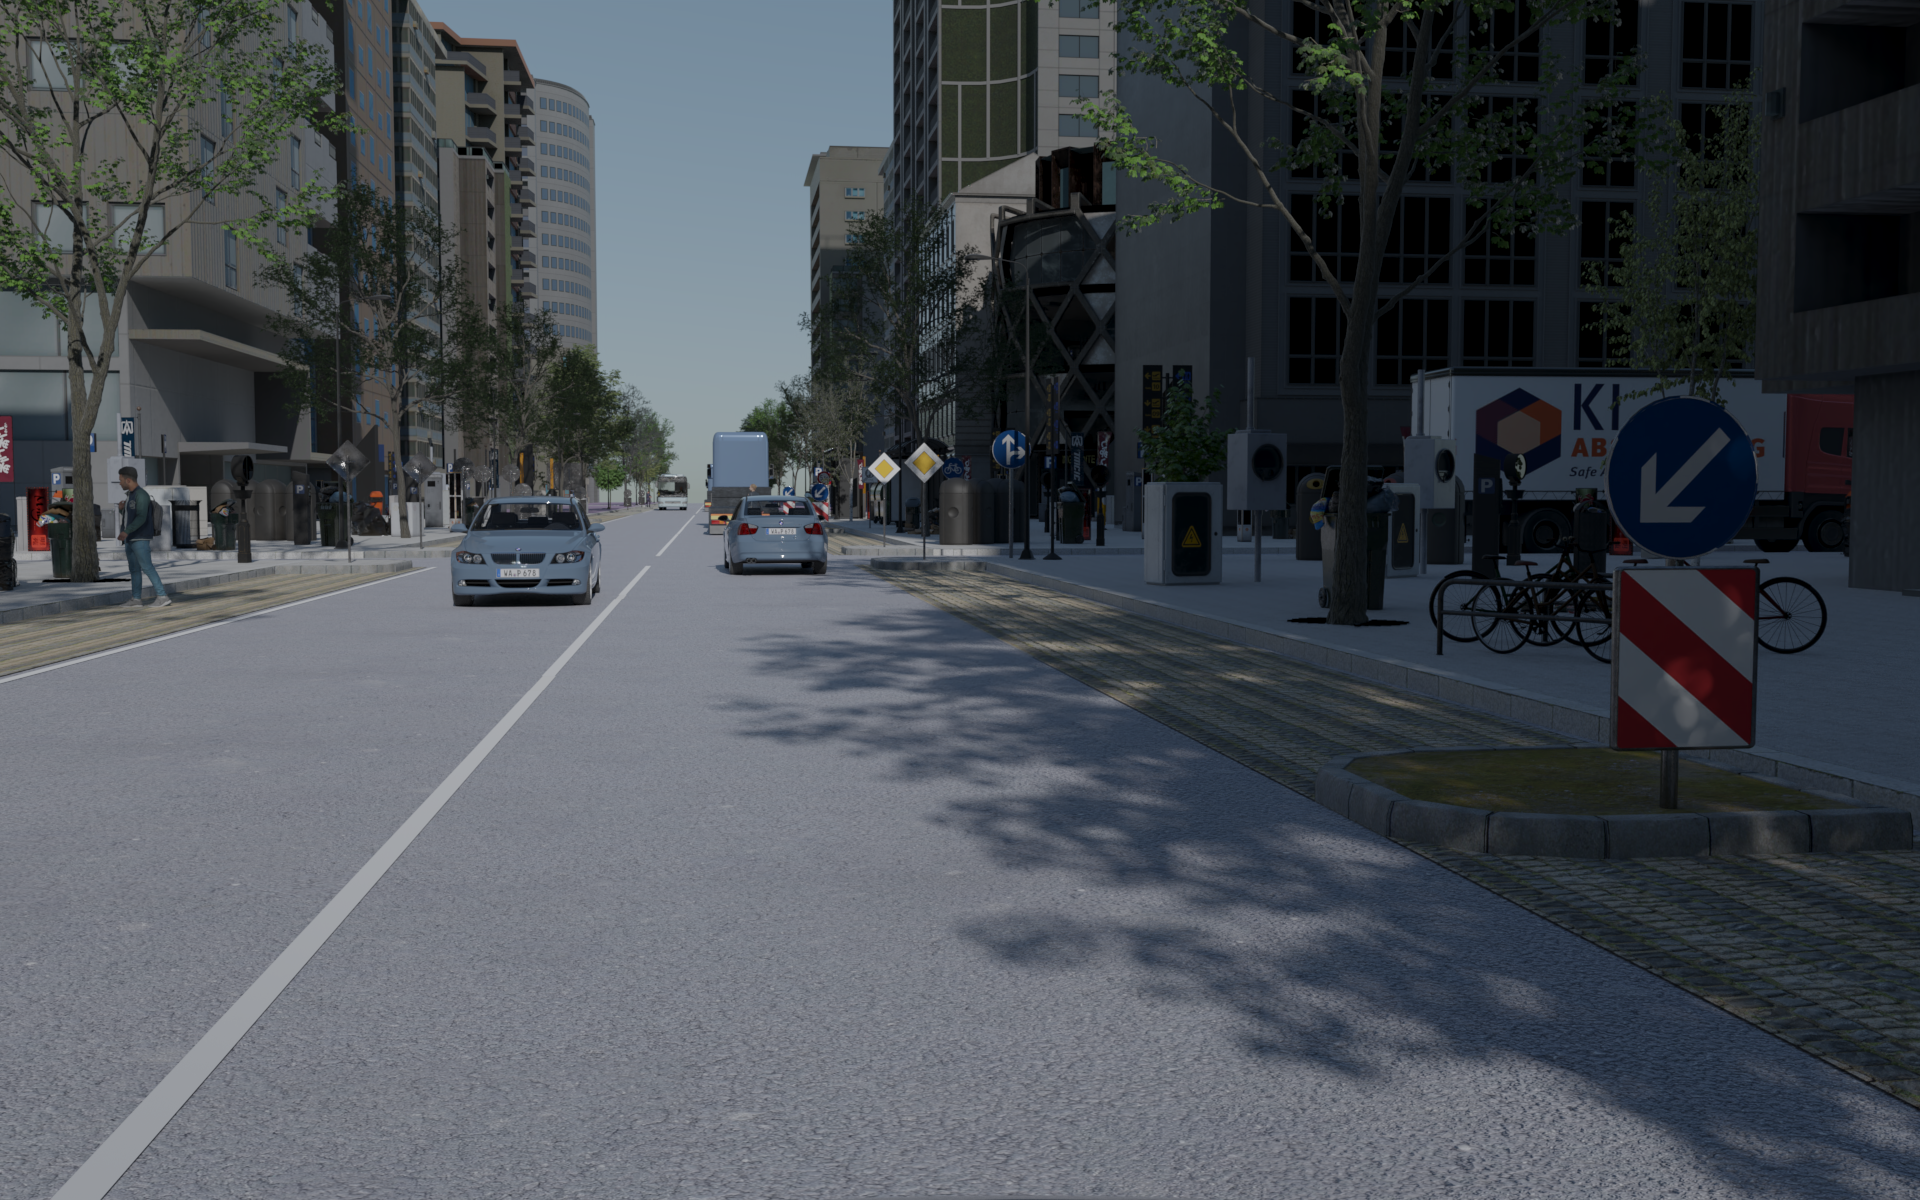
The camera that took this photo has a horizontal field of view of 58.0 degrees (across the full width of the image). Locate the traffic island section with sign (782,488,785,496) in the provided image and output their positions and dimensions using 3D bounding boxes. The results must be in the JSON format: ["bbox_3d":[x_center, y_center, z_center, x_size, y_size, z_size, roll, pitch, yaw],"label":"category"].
[{"bbox_3d":[-9.123,-5.036,90.962,1.989,1.847,2.006,0,4,-8],"label":"traffic island section with sign"}]

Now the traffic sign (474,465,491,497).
[{"bbox_3d":[-20.895,-4.630,75.802,0.768,2.556,0.104,0,4,-6],"label":"traffic sign"}]

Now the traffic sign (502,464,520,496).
[{"bbox_3d":[-19.016,-4.480,73.353,0.768,2.556,0.104,0,4,-4],"label":"traffic sign"}]

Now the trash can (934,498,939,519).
[{"bbox_3d":[-0.531,-2.915,59.319,0.748,1.137,0.748,0,3,0],"label":"trash can"}]

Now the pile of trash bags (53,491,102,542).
[{"bbox_3d":[-23.855,-2.218,46.017,1.912,1.369,3.447,-2,4,-28],"label":"pile of trash bags"}]

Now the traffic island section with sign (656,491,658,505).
[{"bbox_3d":[-37.973,-12.870,219.056,1.989,1.847,2.006,0,4,-8],"label":"traffic island section with sign"}]

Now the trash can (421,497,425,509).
[{"bbox_3d":[-29.056,-5.015,93.657,0.748,1.137,0.748,0,3,0],"label":"trash can"}]

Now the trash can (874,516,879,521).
[{"bbox_3d":[-3.778,-4.314,82.192,0.748,1.137,0.748,0,3,0],"label":"trash can"}]

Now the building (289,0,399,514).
[{"bbox_3d":[-40.534,-27.407,98.215,14.600,45.320,14.200,0,4,-8],"label":"building"}]

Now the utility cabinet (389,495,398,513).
[{"bbox_3d":[-27.289,-4.453,83.961,0.306,1.237,1.020,1,4,10],"label":"utility cabinet"}]

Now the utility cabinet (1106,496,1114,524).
[{"bbox_3d":[6.632,-3.809,73.444,0.306,1.237,1.020,3,5,44],"label":"utility cabinet"}]

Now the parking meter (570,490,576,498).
[{"bbox_3d":[-24.369,-6.157,109.085,0.372,1.533,0.369,0,3,0],"label":"parking meter"}]

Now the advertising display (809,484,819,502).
[{"bbox_3d":[-9.232,-6.520,111.818,0.974,1.923,0.123,-1,4,-13],"label":"advertising display"}]

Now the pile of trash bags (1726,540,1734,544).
[{"bbox_3d":[18.524,-2.198,45.697,3.447,1.369,1.912,1,4,20],"label":"pile of trash bags"}]

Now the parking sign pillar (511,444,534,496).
[{"bbox_3d":[-22.653,-6.177,89.471,1.447,3.967,1.447,2,4,31],"label":"parking sign pillar"}]

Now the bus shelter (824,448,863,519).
[{"bbox_3d":[-6.158,-6.152,91.873,1.731,3.624,6.357,0,4,-8],"label":"bus shelter"}]

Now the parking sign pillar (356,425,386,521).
[{"bbox_3d":[-23.057,-4.847,67.719,1.447,3.967,1.447,3,4,36],"label":"parking sign pillar"}]

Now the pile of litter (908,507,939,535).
[{"bbox_3d":[-0.955,-2.522,55.198,1.176,0.858,1.719,-2,4,-35],"label":"pile of litter"}]

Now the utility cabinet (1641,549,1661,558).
[{"bbox_3d":[14.051,-1.592,34.705,1.173,1.500,0.318,-3,5,-44],"label":"utility cabinet"}]

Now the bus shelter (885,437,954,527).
[{"bbox_3d":[-1.587,-4.294,64.133,2.014,3.302,5.546,0,4,-8],"label":"bus shelter"}]

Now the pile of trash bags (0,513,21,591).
[{"bbox_3d":[-13.384,-0.780,22.508,1.912,1.369,3.447,-1,4,-22],"label":"pile of trash bags"}]

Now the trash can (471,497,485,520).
[{"bbox_3d":[-20.928,-3.874,74.989,0.748,1.137,0.748,0,3,0],"label":"trash can"}]

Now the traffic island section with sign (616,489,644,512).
[{"bbox_3d":[-26.581,-7.970,138.929,1.989,1.847,2.006,0,4,-8],"label":"traffic island section with sign"}]

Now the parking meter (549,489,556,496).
[{"bbox_3d":[-21.764,-5.140,92.449,0.372,1.533,0.369,0,3,0],"label":"parking meter"}]

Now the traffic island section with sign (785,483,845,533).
[{"bbox_3d":[-5.346,-3.403,64.271,1.989,1.847,2.006,0,4,-8],"label":"traffic island section with sign"}]

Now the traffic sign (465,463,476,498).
[{"bbox_3d":[-18.111,-3.872,63.421,0.768,2.556,0.104,0,4,2],"label":"traffic sign"}]

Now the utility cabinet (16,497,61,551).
[{"bbox_3d":[-20.849,-1.716,39.226,1.020,1.237,0.306,1,4,20],"label":"utility cabinet"}]

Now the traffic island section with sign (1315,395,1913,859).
[{"bbox_3d":[2.695,0.055,7.728,1.989,1.847,2.006,0,4,-8],"label":"traffic island section with sign"}]

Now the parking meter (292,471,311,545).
[{"bbox_3d":[-16.567,-2.319,43.625,0.399,1.863,0.255,0,4,-4],"label":"parking meter"}]

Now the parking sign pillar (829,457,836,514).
[{"bbox_3d":[-7.866,-7.485,110.845,1.447,3.967,1.447,0,4,-5],"label":"parking sign pillar"}]

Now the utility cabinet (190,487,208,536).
[{"bbox_3d":[-23.462,-2.677,52.450,1.173,1.500,0.318,-3,5,-40],"label":"utility cabinet"}]

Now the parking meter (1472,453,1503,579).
[{"bbox_3d":[7.523,-1.161,24.699,0.399,1.863,0.255,1,4,21],"label":"parking meter"}]

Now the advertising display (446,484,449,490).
[{"bbox_3d":[-32.891,-6.503,111.532,0.123,1.923,0.974,2,4,24],"label":"advertising display"}]

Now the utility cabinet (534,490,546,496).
[{"bbox_3d":[-25.001,-5.759,102.838,0.318,1.500,1.173,-3,5,-44],"label":"utility cabinet"}]

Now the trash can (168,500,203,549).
[{"bbox_3d":[-18.251,-1.785,40.837,0.748,1.137,0.748,0,3,0],"label":"trash can"}]

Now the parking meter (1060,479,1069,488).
[{"bbox_3d":[4.207,-3.887,69.266,0.399,1.863,0.255,-3,5,-43],"label":"parking meter"}]

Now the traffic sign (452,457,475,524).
[{"bbox_3d":[-17.281,-3.681,60.298,0.768,2.556,0.104,0,4,-3],"label":"traffic sign"}]

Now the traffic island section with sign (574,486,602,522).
[{"bbox_3d":[-19.515,-4.932,89.263,1.989,1.847,2.006,0,4,-8],"label":"traffic island section with sign"}]

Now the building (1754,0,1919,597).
[{"bbox_3d":[17.863,-15.227,20.665,14.160,30.474,14.107,0,4,-8],"label":"building"}]

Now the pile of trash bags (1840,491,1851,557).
[{"bbox_3d":[18.979,-1.570,35.417,1.912,1.369,3.447,0,4,3],"label":"pile of trash bags"}]

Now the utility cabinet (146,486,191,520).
[{"bbox_3d":[-20.832,-2.238,45.265,1.173,1.500,0.318,1,4,9],"label":"utility cabinet"}]

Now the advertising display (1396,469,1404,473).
[{"bbox_3d":[11.717,-2.483,45.810,0.123,1.923,0.974,2,4,31],"label":"advertising display"}]

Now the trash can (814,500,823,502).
[{"bbox_3d":[-8.077,-5.384,99.676,0.748,1.137,0.748,0,3,0],"label":"trash can"}]

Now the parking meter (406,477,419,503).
[{"bbox_3d":[-18.409,-3.216,58.294,0.399,1.863,0.255,-3,4,-38],"label":"parking meter"}]

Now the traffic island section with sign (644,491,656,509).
[{"bbox_3d":[-30.435,-9.625,165.988,1.989,1.847,2.006,0,4,-8],"label":"traffic island section with sign"}]

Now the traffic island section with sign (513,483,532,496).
[{"bbox_3d":[-15.677,-3.278,62.216,1.989,1.847,2.006,0,4,-8],"label":"traffic island section with sign"}]

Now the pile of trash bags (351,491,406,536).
[{"bbox_3d":[-18.229,-2.739,54.538,1.912,1.369,3.447,-2,4,-25],"label":"pile of trash bags"}]

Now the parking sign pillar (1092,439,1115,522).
[{"bbox_3d":[6.870,-5.648,80.812,1.447,3.967,1.447,3,5,43],"label":"parking sign pillar"}]
